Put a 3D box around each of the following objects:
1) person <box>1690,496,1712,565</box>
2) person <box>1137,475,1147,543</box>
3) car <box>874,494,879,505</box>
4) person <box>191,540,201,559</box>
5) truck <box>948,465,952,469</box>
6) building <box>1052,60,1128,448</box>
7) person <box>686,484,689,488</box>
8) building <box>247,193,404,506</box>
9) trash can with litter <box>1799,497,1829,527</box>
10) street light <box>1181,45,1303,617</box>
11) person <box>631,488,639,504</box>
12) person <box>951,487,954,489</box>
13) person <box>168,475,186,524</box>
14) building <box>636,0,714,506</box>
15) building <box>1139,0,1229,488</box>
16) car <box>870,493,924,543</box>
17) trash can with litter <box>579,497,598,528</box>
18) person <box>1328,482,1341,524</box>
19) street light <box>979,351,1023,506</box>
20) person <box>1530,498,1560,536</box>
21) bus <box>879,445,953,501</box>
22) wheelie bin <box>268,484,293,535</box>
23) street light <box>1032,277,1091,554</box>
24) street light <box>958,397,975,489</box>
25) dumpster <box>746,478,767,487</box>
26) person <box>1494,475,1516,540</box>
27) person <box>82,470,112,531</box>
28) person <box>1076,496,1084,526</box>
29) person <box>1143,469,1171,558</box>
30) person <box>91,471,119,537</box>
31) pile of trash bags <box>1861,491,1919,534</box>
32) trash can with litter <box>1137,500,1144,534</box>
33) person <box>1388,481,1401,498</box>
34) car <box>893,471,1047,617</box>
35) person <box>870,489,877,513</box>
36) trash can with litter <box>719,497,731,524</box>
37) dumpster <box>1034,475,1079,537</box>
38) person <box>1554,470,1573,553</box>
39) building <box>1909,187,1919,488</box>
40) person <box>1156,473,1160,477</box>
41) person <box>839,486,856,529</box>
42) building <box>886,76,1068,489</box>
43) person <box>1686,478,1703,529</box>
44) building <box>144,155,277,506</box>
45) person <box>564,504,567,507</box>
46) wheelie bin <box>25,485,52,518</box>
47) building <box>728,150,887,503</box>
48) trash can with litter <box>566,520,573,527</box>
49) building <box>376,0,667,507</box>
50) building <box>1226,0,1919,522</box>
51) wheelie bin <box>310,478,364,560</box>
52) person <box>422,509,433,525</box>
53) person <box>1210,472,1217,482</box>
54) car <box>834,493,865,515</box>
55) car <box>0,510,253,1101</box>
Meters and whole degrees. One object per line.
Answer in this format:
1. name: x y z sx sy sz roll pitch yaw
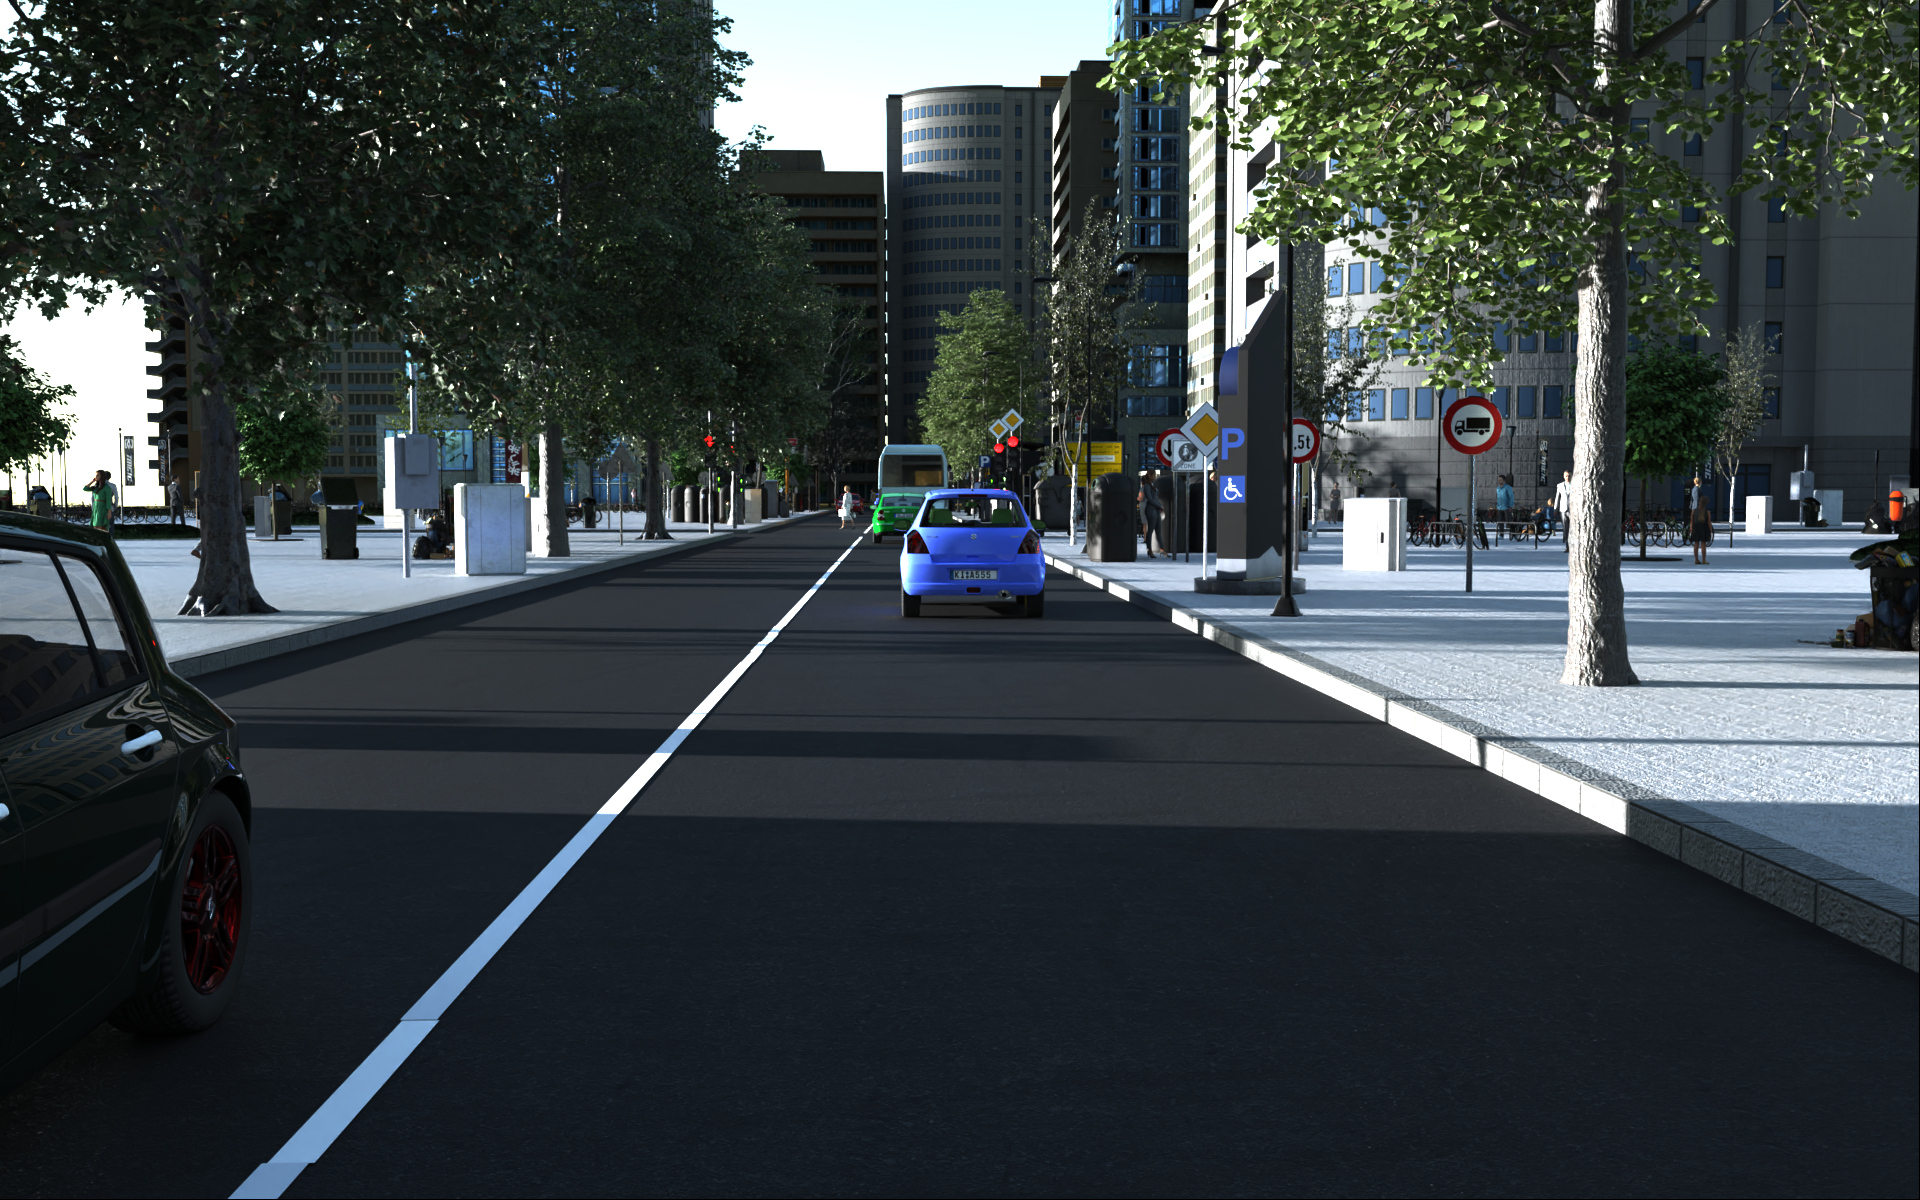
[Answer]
1. person: 13.477 -1.272 31.504 0.362 1.253 0.373 3 5 43
2. person: 4.837 -2.379 45.290 0.532 1.782 0.716 3 5 43
3. car: -9.798 -12.515 214.217 1.945 1.707 3.694 0 4 -4
4. person: -14.805 -1.724 34.351 0.853 1.813 0.709 -3 5 -43
5. truck: -2.024 -5.309 82.734 3.469 3.379 9.791 0 4 -2
6. building: 21.742 -34.709 191.186 21.300 48.544 21.600 0 4 -2
7. person: -15.029 -5.461 95.427 0.694 1.812 0.767 -2 4 -27
8. building: -60.128 -30.051 183.219 23.993 40.220 32.217 0 4 -2
9. trash can with litter: 32.965 -3.389 66.804 1.055 1.170 0.624 -2 4 -27
10. street light: 2.901 -2.784 18.065 1.470 5.913 1.316 0 4 -2
11. person: -24.956 -7.742 133.214 0.593 1.750 0.643 -1 4 -15
12. person: -0.516 -7.596 130.252 0.388 1.821 0.555 0 4 3
13. person: -25.429 -3.116 56.348 0.648 1.900 0.474 1 4 19
14. building: -37.926 -45.895 188.631 20.611 71.187 20.563 0 4 -2
15. building: 30.132 -26.693 128.310 32.217 40.220 23.993 0 4 -2
16. car: -1.707 -2.626 51.728 1.959 1.807 4.718 0 4 -2
17. trash can with litter: -13.923 -3.275 64.932 0.624 1.170 1.055 0 4 -7
18. person: 16.057 -4.148 74.196 0.599 1.781 0.374 -1 4 -9
19. street light: 1.463 -5.137 56.525 1.470 5.913 1.316 0 4 -2
20. person: 17.920 -2.536 53.005 1.012 1.151 0.738 0 4 8
21. bus: -1.761 -4.663 71.095 2.948 3.499 13.247 0 4 0
22. wheelie bin: -21.401 -2.850 54.511 0.693 1.594 0.980 -2 4 -32
23. street light: 2.234 -3.955 37.201 1.470 5.913 1.316 0 4 -2
24. street light: 0.750 -6.739 82.729 1.470 5.913 1.316 0 4 -2
25. dumpster: -11.161 -5.709 95.832 1.502 2.255 1.985 0 4 -2
26. person: 15.324 -2.599 48.555 0.620 1.820 0.660 -2 4 -30
27. person: -17.979 -1.836 36.307 0.600 1.795 0.529 1 4 14
28. person: 4.759 -3.546 69.028 0.505 1.210 0.382 3 5 44
29. person: 3.971 -1.742 34.799 0.573 1.790 0.520 0 4 6
30. person: -20.505 -2.179 41.522 0.661 1.843 0.795 0 4 -5
31. pile of trash bags: 29.876 -2.784 55.277 1.912 1.369 3.447 2 4 27
32. trash can with litter: 5.559 -2.680 55.210 0.624 1.170 1.055 -2 4 -35
33. person: 17.346 -3.831 69.016 0.599 1.781 0.374 1 4 17
34. car: 0.128 -0.726 21.462 1.945 1.707 3.694 0 4 -1
35. person: -6.427 -7.301 127.971 0.391 1.810 0.635 2 4 24
36. trash can with litter: -10.126 -3.909 75.302 0.624 1.170 1.055 -3 5 -43
37. dumpster: 2.900 -2.831 52.048 1.264 1.857 1.865 0 4 -2
38. person: 13.377 -1.946 37.987 0.709 1.813 0.853 2 4 28
39. building: 61.712 -39.748 88.127 20.611 71.187 20.563 0 4 -2
40. person: 4.959 -2.256 43.106 0.526 1.800 0.537 3 5 44
41. person: -4.584 -3.779 70.644 0.624 1.780 0.694 3 4 37
42. building: 3.656 -43.116 246.951 28.212 58.520 21.231 0 4 -2
43. person: 22.120 -2.790 52.075 0.534 1.772 0.576 -1 4 -14
44. building: -79.880 -33.090 191.139 14.200 45.320 14.600 0 4 -2
45. person: -25.823 -6.131 111.787 1.012 1.151 0.738 1 4 8
46. wheelie bin: -33.417 -3.361 62.852 0.980 1.594 0.693 2 4 24
47. building: -21.242 -38.098 246.602 21.600 48.544 21.300 0 4 -2
48. trash can with litter: -15.481 -3.389 66.790 1.055 1.170 0.624 -1 4 -9
49. building: -37.474 -51.354 152.307 22.319 86.520 31.000 0 4 -2
50. building: 29.300 -33.393 87.981 28.212 58.520 21.231 0 4 -2
51. wheelie bin: -12.285 -1.603 34.117 0.980 1.594 0.693 -2 4 -34
52. person: -22.439 -4.089 72.924 0.660 1.820 0.620 -1 4 -20
53. person: 6.049 -2.106 40.662 0.709 1.800 0.728 2 4 34
54. car: -7.643 -6.799 120.204 2.155 1.783 4.494 0 4 -1
55. car: -2.744 0.402 3.209 2.009 1.686 4.222 0 4 -4
